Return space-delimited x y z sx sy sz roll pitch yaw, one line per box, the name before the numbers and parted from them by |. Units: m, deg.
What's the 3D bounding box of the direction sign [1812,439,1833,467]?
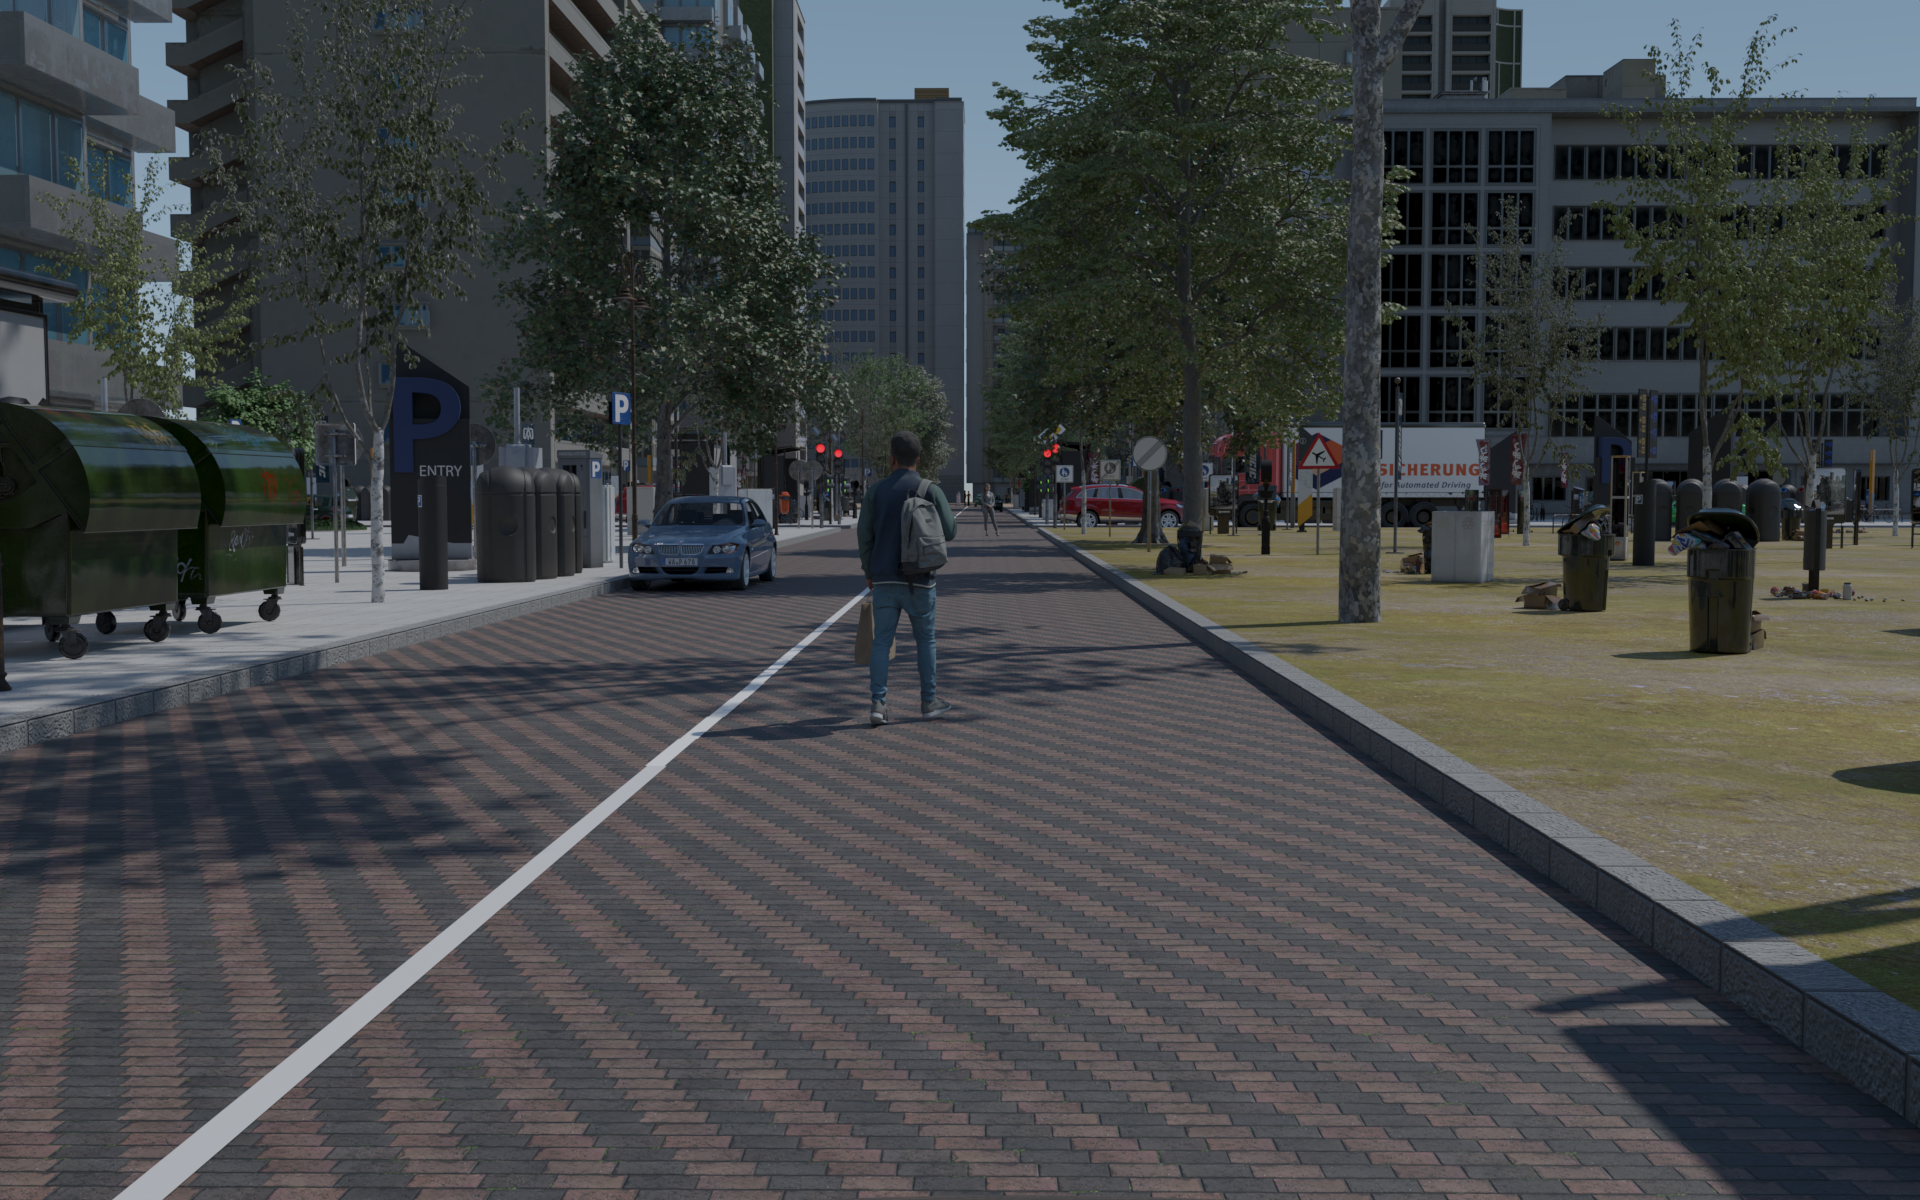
direction sign | 35.618 -4.871 71.635 0.876 3.537 0.379 0 4 -4

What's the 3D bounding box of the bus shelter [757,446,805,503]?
bus shelter | -8.957 -5.868 87.221 1.731 3.624 6.357 0 4 1

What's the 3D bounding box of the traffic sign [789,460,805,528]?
traffic sign | -6.023 -3.953 64.739 0.768 2.556 0.104 0 4 5

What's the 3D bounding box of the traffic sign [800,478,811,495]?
traffic sign | -8.670 -5.886 96.335 0.768 2.556 0.104 0 4 7

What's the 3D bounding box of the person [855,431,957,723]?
person | -0.392 -0.144 10.844 0.794 1.824 0.713 2 4 25

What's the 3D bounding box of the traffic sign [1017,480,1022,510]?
traffic sign | 5.057 -8.640 141.363 0.768 2.556 0.104 0 4 4

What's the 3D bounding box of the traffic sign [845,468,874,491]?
traffic sign | -7.788 -8.544 133.570 2.265 3.308 0.079 0 4 2

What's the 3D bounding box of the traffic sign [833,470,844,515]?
traffic sign | -6.351 -5.444 89.109 0.768 2.556 0.104 0 4 5

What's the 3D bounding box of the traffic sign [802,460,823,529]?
traffic sign | -5.484 -3.925 64.278 0.768 2.556 0.104 0 4 6

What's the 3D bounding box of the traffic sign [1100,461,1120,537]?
traffic sign | 4.493 -3.043 51.875 0.606 2.300 0.079 1 4 9

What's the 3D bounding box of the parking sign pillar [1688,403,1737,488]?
parking sign pillar | 22.475 -3.871 51.763 1.447 3.967 1.447 -3 5 -41

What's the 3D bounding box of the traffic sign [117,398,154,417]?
traffic sign | -10.890 -1.402 23.031 0.768 2.556 0.104 0 4 7

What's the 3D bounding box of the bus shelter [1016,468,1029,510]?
bus shelter | 5.485 -8.770 137.315 2.014 3.302 5.546 0 4 1

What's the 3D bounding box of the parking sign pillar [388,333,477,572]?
parking sign pillar | -8.900 -2.486 29.122 1.447 3.967 1.447 -1 4 -14

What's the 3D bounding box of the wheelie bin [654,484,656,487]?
wheelie bin | -9.569 -2.880 54.995 0.693 1.594 0.980 -2 4 -30

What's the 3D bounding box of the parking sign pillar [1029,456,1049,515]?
parking sign pillar | 5.024 -7.326 108.244 1.447 3.967 1.447 1 4 15

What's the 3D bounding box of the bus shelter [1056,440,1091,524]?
bus shelter | 4.893 -5.292 77.805 1.731 3.624 6.357 0 4 1

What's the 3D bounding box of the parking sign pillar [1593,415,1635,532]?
parking sign pillar | 22.401 -4.332 59.303 1.447 3.967 1.447 0 4 -7

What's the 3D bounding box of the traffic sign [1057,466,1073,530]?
traffic sign | 3.719 -3.642 61.680 0.606 2.300 0.079 0 4 1

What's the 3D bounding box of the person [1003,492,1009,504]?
person | 6.059 -13.407 228.416 0.721 1.735 1.217 -3 5 -44

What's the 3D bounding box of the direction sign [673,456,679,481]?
direction sign | -17.044 -6.872 104.362 0.876 3.537 0.379 2 4 29

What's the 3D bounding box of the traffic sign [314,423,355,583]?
traffic sign | -9.016 -1.399 25.004 0.606 2.300 0.079 0 4 6

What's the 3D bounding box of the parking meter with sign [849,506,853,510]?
parking meter with sign | -8.823 -8.561 136.238 0.543 3.016 1.738 -2 4 -35

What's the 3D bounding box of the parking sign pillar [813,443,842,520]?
parking sign pillar | -6.715 -6.067 87.668 1.447 3.967 1.447 0 4 5

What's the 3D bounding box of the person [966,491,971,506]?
person | 0.963 -11.769 200.856 0.705 1.831 1.348 -2 4 -35

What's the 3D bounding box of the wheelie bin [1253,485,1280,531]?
wheelie bin | 10.730 -3.223 60.599 0.980 1.594 0.693 1 4 16

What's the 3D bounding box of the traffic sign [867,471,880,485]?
traffic sign | -4.906 -6.063 99.137 0.884 2.594 0.081 1 4 10

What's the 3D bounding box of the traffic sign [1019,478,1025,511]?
traffic sign | 4.816 -7.878 128.814 0.884 2.594 0.081 0 4 8

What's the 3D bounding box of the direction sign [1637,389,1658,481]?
direction sign | 14.890 -2.787 37.568 0.876 3.537 0.379 -3 5 -43

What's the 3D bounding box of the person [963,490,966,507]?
person | 0.528 -11.616 198.058 0.705 1.869 1.348 0 4 1

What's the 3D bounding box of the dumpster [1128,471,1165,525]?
dumpster | 7.820 -4.320 73.132 1.502 2.255 1.985 0 4 1

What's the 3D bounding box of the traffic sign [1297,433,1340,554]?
traffic sign | 7.595 -2.245 36.709 0.884 2.594 0.081 1 4 9

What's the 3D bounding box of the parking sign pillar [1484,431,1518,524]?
parking sign pillar | 23.117 -5.227 73.929 1.447 3.967 1.447 2 4 30

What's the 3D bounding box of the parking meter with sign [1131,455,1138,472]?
parking meter with sign | 8.122 -4.934 76.924 0.543 3.016 1.738 1 4 22

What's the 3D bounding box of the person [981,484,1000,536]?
person | 1.031 -3.080 59.135 0.520 1.790 0.573 -3 5 -39

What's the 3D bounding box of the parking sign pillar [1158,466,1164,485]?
parking sign pillar | 15.418 -8.938 134.614 1.447 3.967 1.447 -1 4 -19

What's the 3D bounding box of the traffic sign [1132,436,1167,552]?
traffic sign | 4.182 -2.332 38.240 0.768 2.556 0.104 1 4 9

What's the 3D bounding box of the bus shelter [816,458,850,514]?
bus shelter | -8.357 -7.539 114.553 1.731 3.624 6.357 0 4 1

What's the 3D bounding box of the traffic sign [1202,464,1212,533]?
traffic sign | 7.983 -3.346 56.837 0.606 2.300 0.079 1 4 10

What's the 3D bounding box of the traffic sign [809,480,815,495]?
traffic sign | -8.542 -5.906 98.684 0.606 2.300 0.079 0 4 2

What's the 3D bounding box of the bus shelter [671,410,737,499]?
bus shelter | -9.343 -5.110 61.180 2.179 5.291 8.768 0 4 1

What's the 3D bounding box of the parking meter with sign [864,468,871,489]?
parking meter with sign | -5.936 -7.422 117.612 0.543 3.016 1.738 1 4 21

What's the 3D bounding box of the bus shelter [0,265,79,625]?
bus shelter | -9.782 -2.141 12.644 2.179 5.291 8.768 0 4 1

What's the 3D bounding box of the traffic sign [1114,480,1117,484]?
traffic sign | 9.323 -6.547 107.154 0.768 2.556 0.104 1 4 10

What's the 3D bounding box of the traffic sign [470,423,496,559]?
traffic sign | -8.748 -1.905 31.246 0.768 2.556 0.104 0 4 1

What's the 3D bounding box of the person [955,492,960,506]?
person | -0.214 -12.394 211.805 0.621 1.740 0.551 3 5 40

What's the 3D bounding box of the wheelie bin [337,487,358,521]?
wheelie bin | -26.732 -4.133 75.480 0.693 1.594 0.980 2 4 29

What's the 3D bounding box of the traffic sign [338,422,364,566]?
traffic sign | -10.927 -1.868 30.652 0.768 2.556 0.104 0 4 5

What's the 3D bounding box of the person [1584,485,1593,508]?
person | 24.548 -3.579 67.008 0.794 1.824 0.713 -3 4 -38

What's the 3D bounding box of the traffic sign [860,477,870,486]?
traffic sign | -7.000 -7.815 127.880 0.768 2.556 0.104 0 4 3

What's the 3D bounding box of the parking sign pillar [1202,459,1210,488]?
parking sign pillar | 14.067 -6.659 97.353 1.447 3.967 1.447 3 5 43
